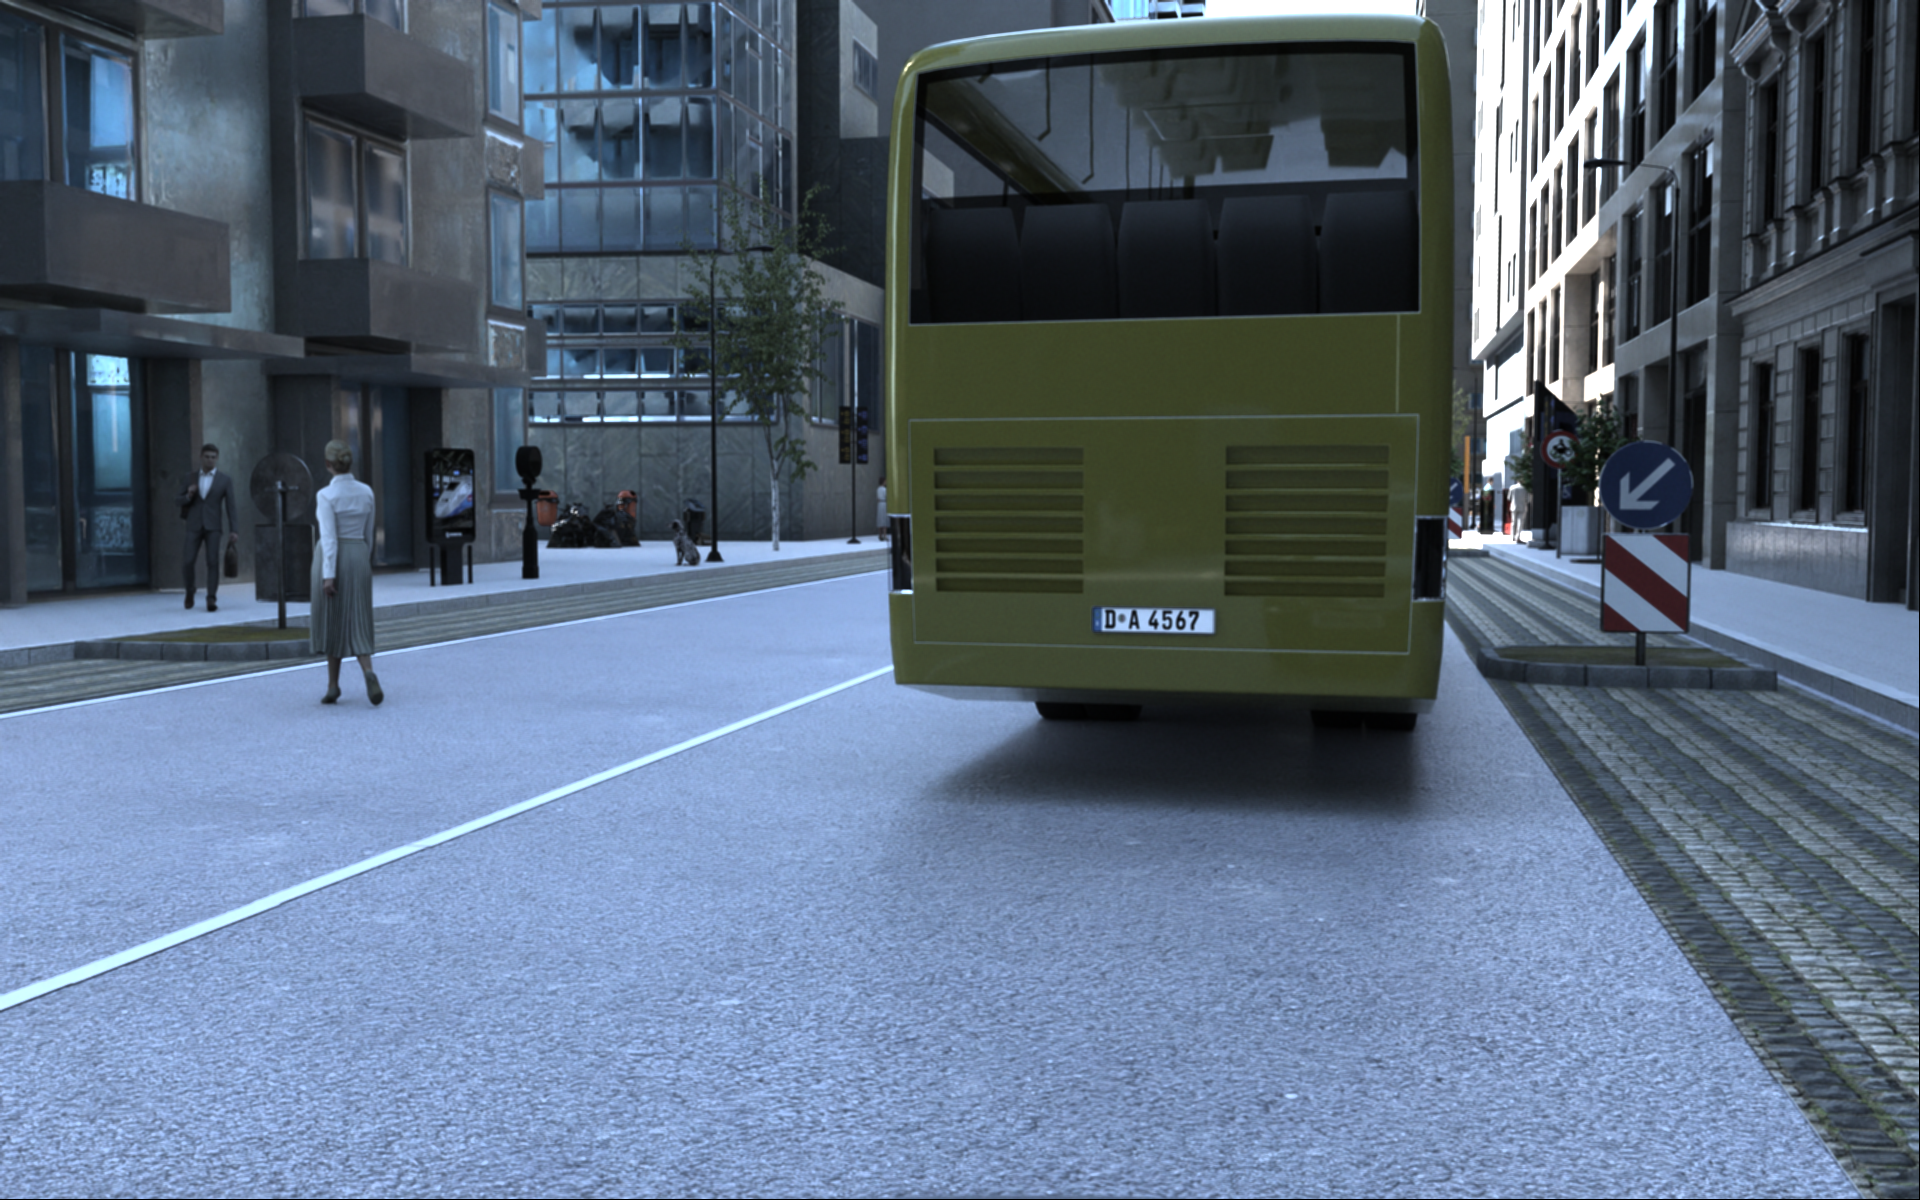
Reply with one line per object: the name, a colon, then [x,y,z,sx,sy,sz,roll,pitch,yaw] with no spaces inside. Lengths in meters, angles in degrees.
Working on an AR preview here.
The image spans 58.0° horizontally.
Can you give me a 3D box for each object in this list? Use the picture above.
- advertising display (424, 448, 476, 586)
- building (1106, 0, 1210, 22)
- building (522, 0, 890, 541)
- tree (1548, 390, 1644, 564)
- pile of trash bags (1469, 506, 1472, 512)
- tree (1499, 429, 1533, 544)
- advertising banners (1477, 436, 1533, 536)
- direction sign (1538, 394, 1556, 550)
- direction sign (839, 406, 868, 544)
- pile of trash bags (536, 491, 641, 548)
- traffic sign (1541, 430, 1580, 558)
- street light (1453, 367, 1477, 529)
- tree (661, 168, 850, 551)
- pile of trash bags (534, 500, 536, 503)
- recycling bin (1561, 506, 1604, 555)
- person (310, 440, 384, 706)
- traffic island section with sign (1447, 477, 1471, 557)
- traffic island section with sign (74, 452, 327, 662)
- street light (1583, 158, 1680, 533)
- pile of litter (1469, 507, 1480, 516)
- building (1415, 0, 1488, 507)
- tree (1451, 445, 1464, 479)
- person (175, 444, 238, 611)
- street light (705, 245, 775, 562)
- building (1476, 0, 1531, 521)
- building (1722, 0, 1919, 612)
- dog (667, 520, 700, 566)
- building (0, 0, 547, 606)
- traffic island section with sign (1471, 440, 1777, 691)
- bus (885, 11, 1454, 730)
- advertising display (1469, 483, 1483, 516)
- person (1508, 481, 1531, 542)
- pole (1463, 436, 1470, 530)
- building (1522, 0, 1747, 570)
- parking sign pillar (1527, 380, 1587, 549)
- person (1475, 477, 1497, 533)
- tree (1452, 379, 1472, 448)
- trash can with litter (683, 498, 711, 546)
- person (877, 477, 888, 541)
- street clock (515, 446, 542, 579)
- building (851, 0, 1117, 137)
advertising display: [-7.179,-1.175,24.419,0.123,1.923,0.974,1,4,21]
building: [13.346,-52.068,163.976,22.319,86.520,31.000,1,4,13]
building: [-15.621,-45.543,57.308,31.000,86.520,22.319,1,4,13]
tree: [11.795,-2.303,32.263,1.663,3.219,1.824,0,3,0]
pile of trash bags: [34.999,-6.408,114.522,3.447,1.369,1.912,1,4,22]
tree: [14.897,-3.049,44.447,1.663,3.219,1.824,0,3,0]
advertising banners: [16.868,-3.483,53.138,2.074,3.025,0.090,3,5,43]
direction sign: [13.535,-2.926,39.835,0.379,3.537,0.876,0,4,4]
direction sign: [-2.757,-3.236,44.902,0.876,3.537,0.379,-3,4,-37]
pile of trash bags: [-8.715,-2.003,42.501,1.912,1.369,3.447,1,4,11]
traffic sign: [11.940,-2.102,34.470,0.768,2.556,0.104,1,4,14]
street light: [18.162,-5.531,62.977,1.470,5.913,1.316,1,4,13]
tree: [-4.313,-5.413,38.871,4.737,8.622,4.395,0,3,0]
pile of trash bags: [-12.093,-2.163,45.119,3.447,1.369,1.912,0,4,7]
recycling bin: [13.124,-1.472,36.623,0.722,1.027,0.722,-3,5,-43]
person: [-4.131,-0.183,11.718,0.478,1.798,0.641,-3,5,-44]
traffic island section with sign: [11.107,-1.915,39.933,1.989,1.847,2.006,1,4,13]
traffic island section with sign: [-6.499,-0.433,15.701,1.989,1.847,2.006,1,4,13]
street light: [9.314,-3.149,24.029,1.470,5.913,1.316,1,4,13]
pile of litter: [30.887,-5.483,103.612,1.176,0.858,1.719,3,5,42]
building: [43.638,-30.583,123.735,21.300,48.544,21.600,1,4,13]
tree: [27.282,-7.073,99.350,4.285,4.588,4.351,0,3,0]
person: [-8.317,-0.802,19.124,0.622,1.834,0.822,-2,4,-27]
street light: [-4.133,-3.671,32.554,1.470,5.913,1.316,1,4,13]
building: [37.884,-29.918,78.405,27.495,52.752,28.713,1,4,13]
building: [15.266,-9.395,18.239,10.561,19.102,19.286,1,4,13]
dog: [-4.891,-1.018,31.025,0.513,0.831,0.800,-2,4,-27]
building: [-20.475,-24.585,21.577,23.786,49.044,30.456,1,4,13]
traffic island section with sign: [5.152,-0.307,13.642,1.989,1.847,2.006,1,4,13]
bus: [2.362,-1.343,13.511,2.896,3.916,12.252,1,4,14]
advertising display: [30.409,-5.926,102.102,0.974,1.923,0.123,-1,4,-14]
person: [14.979,-2.450,46.308,0.606,1.804,0.583,2,4,29]
pole: [17.823,-4.105,60.962,0.158,3.312,0.155,0,3,0]
building: [25.828,-14.584,42.971,19.350,26.468,34.151,1,4,13]
parking sign pillar: [14.275,-3.224,41.192,1.447,3.967,1.447,-1,4,-22]
person: [17.501,-3.154,57.479,0.748,1.841,0.638,1,4,20]
tree: [30.621,-9.802,110.623,4.737,8.622,4.395,0,3,0]
trash can with litter: [-6.456,-1.945,43.181,0.624,1.170,1.055,-3,5,-41]
person: [-2.012,-2.485,47.240,0.524,1.755,0.480,-3,5,-40]
street clock: [-6.516,-1.324,26.223,0.358,2.002,0.471,1,4,10]
building: [1.209,-18.038,88.434,14.314,27.812,24.014,1,4,13]
